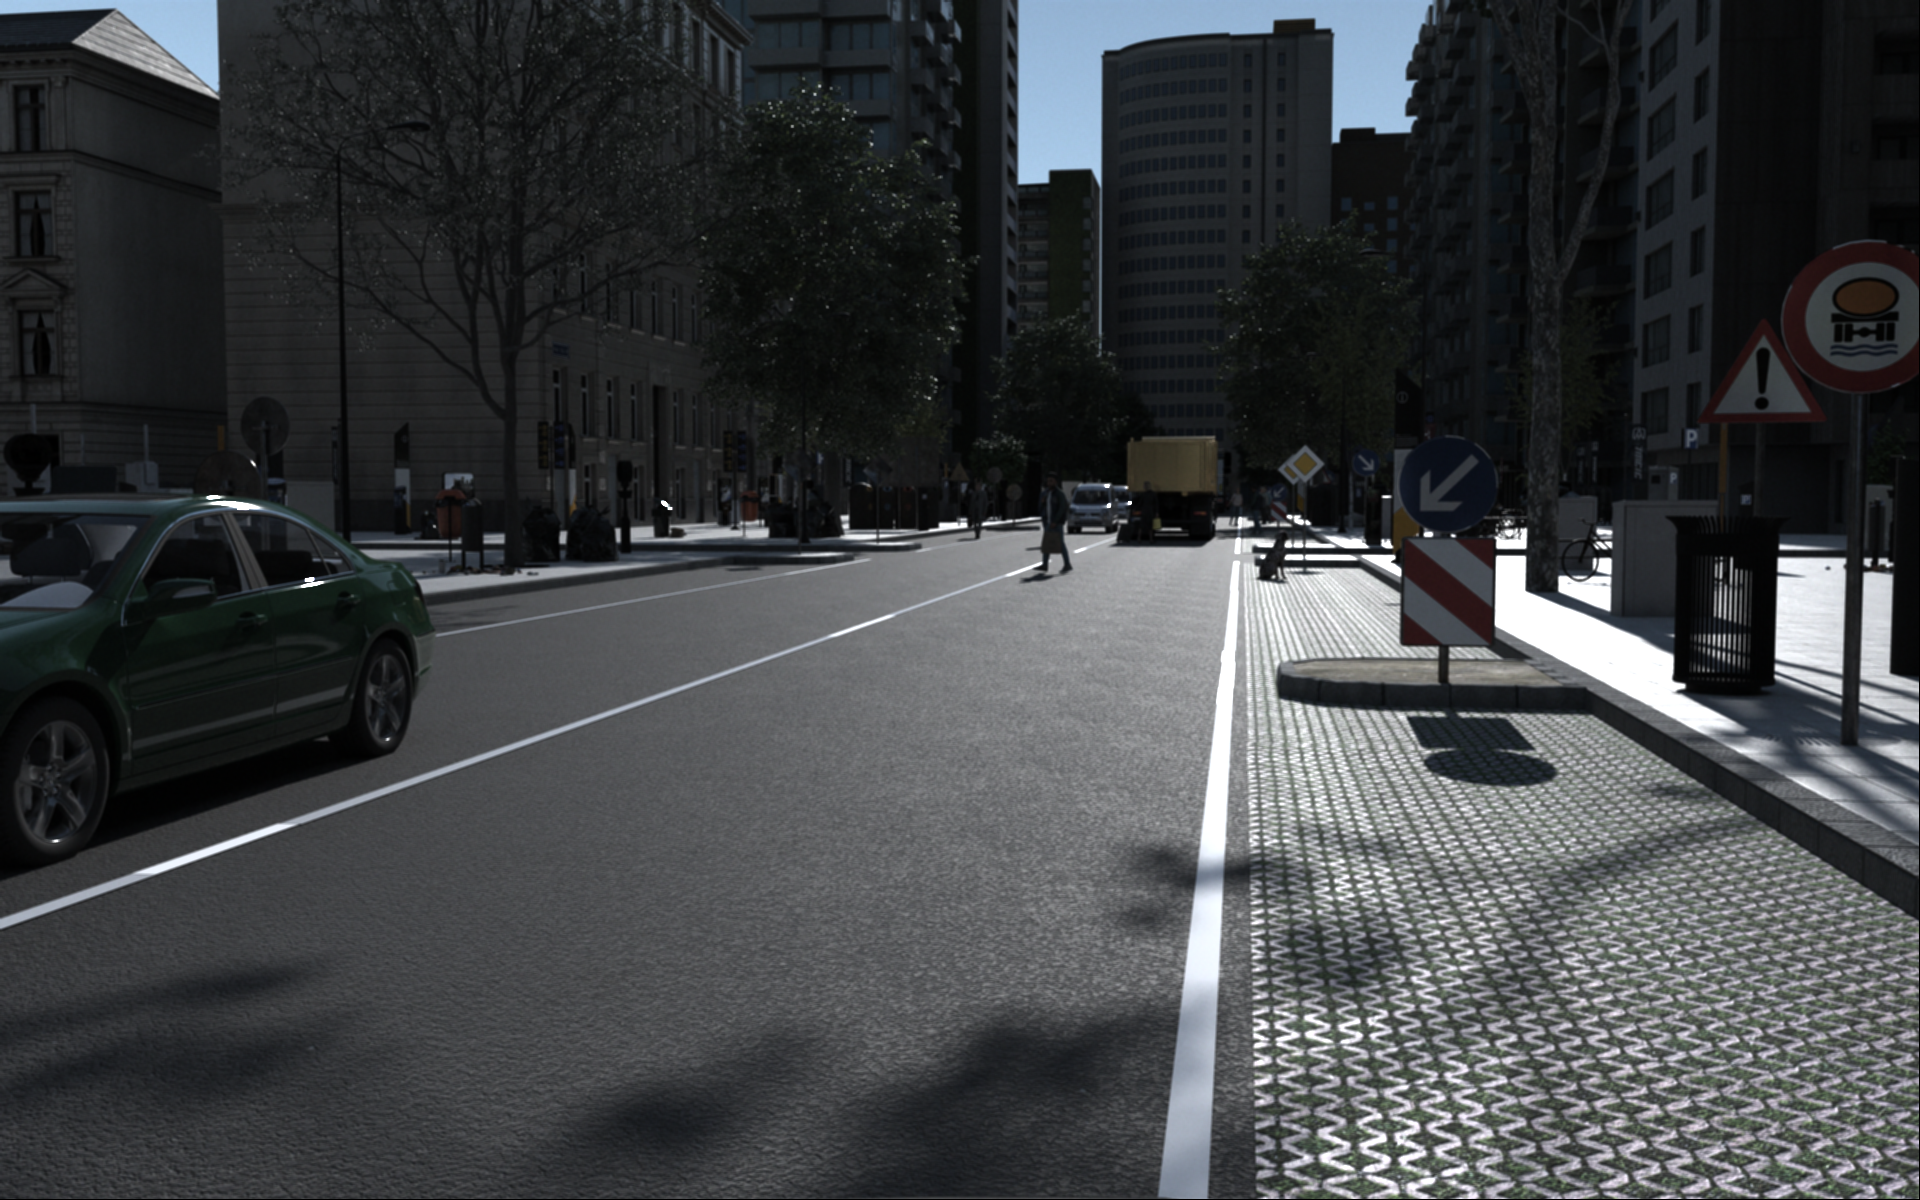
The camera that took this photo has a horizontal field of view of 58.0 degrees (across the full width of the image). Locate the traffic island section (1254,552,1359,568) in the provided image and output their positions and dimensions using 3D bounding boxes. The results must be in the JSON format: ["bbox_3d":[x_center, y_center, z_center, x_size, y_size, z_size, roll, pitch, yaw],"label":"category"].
[{"bbox_3d":[6.982,-0.780,35.036,2.009,0.180,2.903,1,4,9],"label":"traffic island section"}]

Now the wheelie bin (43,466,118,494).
[{"bbox_3d":[-9.817,-0.704,19.413,0.980,1.594,0.693,-1,4,-18],"label":"wheelie bin"}]

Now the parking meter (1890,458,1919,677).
[{"bbox_3d":[6.827,-0.237,12.279,0.372,1.533,0.369,0,3,0],"label":"parking meter"}]

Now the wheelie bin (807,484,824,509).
[{"bbox_3d":[-4.589,-2.978,56.603,0.693,1.594,0.980,3,4,36],"label":"wheelie bin"}]

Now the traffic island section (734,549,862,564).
[{"bbox_3d":[-3.422,-0.884,36.731,2.009,0.180,2.903,1,4,9],"label":"traffic island section"}]

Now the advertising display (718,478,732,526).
[{"bbox_3d":[-9.495,-3.959,69.943,0.123,1.923,0.974,1,4,20],"label":"advertising display"}]

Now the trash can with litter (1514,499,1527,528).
[{"bbox_3d":[21.294,-3.288,65.141,1.055,1.170,0.624,-2,4,-31],"label":"trash can with litter"}]

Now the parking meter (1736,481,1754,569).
[{"bbox_3d":[13.501,-1.303,29.707,0.372,1.533,0.369,0,3,0],"label":"parking meter"}]

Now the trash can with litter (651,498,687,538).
[{"bbox_3d":[-8.566,-2.428,51.086,1.055,1.170,0.624,1,4,20],"label":"trash can with litter"}]

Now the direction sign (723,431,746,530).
[{"bbox_3d":[-8.061,-4.286,62.078,0.876,3.537,0.379,-2,4,-33],"label":"direction sign"}]

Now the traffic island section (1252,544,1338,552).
[{"bbox_3d":[8.267,-1.262,42.917,2.009,0.180,2.903,1,4,9],"label":"traffic island section"}]

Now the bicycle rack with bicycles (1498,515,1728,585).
[{"bbox_3d":[9.890,-0.703,24.871,2.925,0.926,2.852,-1,4,-21],"label":"bicycle rack with bicycles"}]

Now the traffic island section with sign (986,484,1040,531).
[{"bbox_3d":[2.153,-3.683,68.843,1.989,1.847,2.006,1,4,9],"label":"traffic island section with sign"}]

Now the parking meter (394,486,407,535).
[{"bbox_3d":[-17.668,-2.829,54.671,0.372,1.533,0.369,0,3,0],"label":"parking meter"}]

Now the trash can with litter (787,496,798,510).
[{"bbox_3d":[-8.420,-4.604,86.663,0.624,1.170,1.055,-1,4,-12],"label":"trash can with litter"}]

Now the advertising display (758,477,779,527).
[{"bbox_3d":[-7.436,-3.796,67.279,0.123,1.923,0.974,3,5,42],"label":"advertising display"}]

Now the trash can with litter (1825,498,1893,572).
[{"bbox_3d":[15.483,-1.103,29.090,1.678,1.210,2.233,2,4,24],"label":"trash can with litter"}]

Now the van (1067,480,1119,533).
[{"bbox_3d":[4.969,-3.519,64.540,2.013,2.044,4.112,1,4,10],"label":"van"}]

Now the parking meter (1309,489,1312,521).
[{"bbox_3d":[16.733,-4.505,82.073,0.372,1.533,0.369,0,3,0],"label":"parking meter"}]

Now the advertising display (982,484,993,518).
[{"bbox_3d":[1.452,-5.346,92.628,0.974,1.923,0.123,3,4,37],"label":"advertising display"}]

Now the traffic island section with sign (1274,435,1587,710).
[{"bbox_3d":[3.312,-0.236,12.493,1.989,1.847,2.006,1,4,9],"label":"traffic island section with sign"}]

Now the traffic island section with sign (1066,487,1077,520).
[{"bbox_3d":[6.491,-5.310,95.448,1.989,1.847,2.006,1,4,9],"label":"traffic island section with sign"}]

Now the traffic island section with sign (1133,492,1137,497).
[{"bbox_3d":[14.575,-8.343,145.032,1.989,1.847,2.006,1,4,9],"label":"traffic island section with sign"}]

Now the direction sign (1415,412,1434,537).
[{"bbox_3d":[12.560,-3.403,47.629,0.876,3.537,0.379,1,4,10],"label":"direction sign"}]

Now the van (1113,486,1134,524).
[{"bbox_3d":[7.573,-4.677,83.484,2.013,2.044,4.112,1,4,8],"label":"van"}]

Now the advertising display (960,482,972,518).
[{"bbox_3d":[0.505,-5.396,93.443,0.974,1.923,0.123,0,4,-1],"label":"advertising display"}]

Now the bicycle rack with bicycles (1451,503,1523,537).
[{"bbox_3d":[15.243,-2.212,49.543,2.925,0.926,2.852,2,4,34],"label":"bicycle rack with bicycles"}]

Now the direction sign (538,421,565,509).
[{"bbox_3d":[-12.719,-3.790,53.965,0.876,3.537,0.379,1,4,12],"label":"direction sign"}]

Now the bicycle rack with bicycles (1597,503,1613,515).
[{"bbox_3d":[26.881,-3.523,70.988,2.852,0.926,2.925,1,4,18],"label":"bicycle rack with bicycles"}]

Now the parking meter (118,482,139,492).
[{"bbox_3d":[-17.242,-1.684,35.939,0.372,1.533,0.369,0,3,0],"label":"parking meter"}]

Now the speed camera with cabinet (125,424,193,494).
[{"bbox_3d":[-23.077,-3.402,49.959,0.660,3.252,2.038,1,4,18],"label":"speed camera with cabinet"}]

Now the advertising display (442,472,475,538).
[{"bbox_3d":[-14.747,-2.798,50.953,0.974,1.923,0.123,-3,5,-41],"label":"advertising display"}]

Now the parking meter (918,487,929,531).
[{"bbox_3d":[-1.273,-3.194,60.631,0.372,1.533,0.369,0,3,0],"label":"parking meter"}]

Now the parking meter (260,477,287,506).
[{"bbox_3d":[-10.198,-1.061,25.753,0.372,1.533,0.369,0,3,0],"label":"parking meter"}]

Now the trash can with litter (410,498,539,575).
[{"bbox_3d":[-7.704,-1.027,27.851,2.233,1.210,1.678,3,5,40],"label":"trash can with litter"}]

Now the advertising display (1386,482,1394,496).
[{"bbox_3d":[23.936,-5.524,95.527,0.974,1.923,0.123,-2,4,-25],"label":"advertising display"}]

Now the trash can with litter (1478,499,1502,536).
[{"bbox_3d":[16.368,-2.584,53.641,0.624,1.170,1.055,2,4,31],"label":"trash can with litter"}]

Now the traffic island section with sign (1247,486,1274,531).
[{"bbox_3d":[12.247,-3.585,67.236,1.989,1.847,2.006,1,4,9],"label":"traffic island section with sign"}]

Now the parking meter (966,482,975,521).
[{"bbox_3d":[0.492,-4.640,81.571,0.399,1.863,0.255,0,3,0],"label":"parking meter"}]

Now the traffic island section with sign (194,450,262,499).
[{"bbox_3d":[-6.638,-0.386,14.938,1.989,1.847,2.006,1,4,9],"label":"traffic island section with sign"}]

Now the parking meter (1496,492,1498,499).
[{"bbox_3d":[25.166,-4.641,81.589,0.255,1.863,0.399,1,4,11],"label":"parking meter"}]

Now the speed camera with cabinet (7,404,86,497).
[{"bbox_3d":[-20.245,-2.717,38.752,0.660,3.252,2.038,1,4,21],"label":"speed camera with cabinet"}]

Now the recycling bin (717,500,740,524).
[{"bbox_3d":[-9.866,-3.748,73.838,0.722,1.027,0.722,2,4,29],"label":"recycling bin"}]

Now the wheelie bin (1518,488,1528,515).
[{"bbox_3d":[29.617,-5.071,90.813,0.693,1.594,0.980,1,4,20],"label":"wheelie bin"}]

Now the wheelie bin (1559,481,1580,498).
[{"bbox_3d":[14.323,-2.052,41.452,0.980,1.594,0.693,1,4,22],"label":"wheelie bin"}]
